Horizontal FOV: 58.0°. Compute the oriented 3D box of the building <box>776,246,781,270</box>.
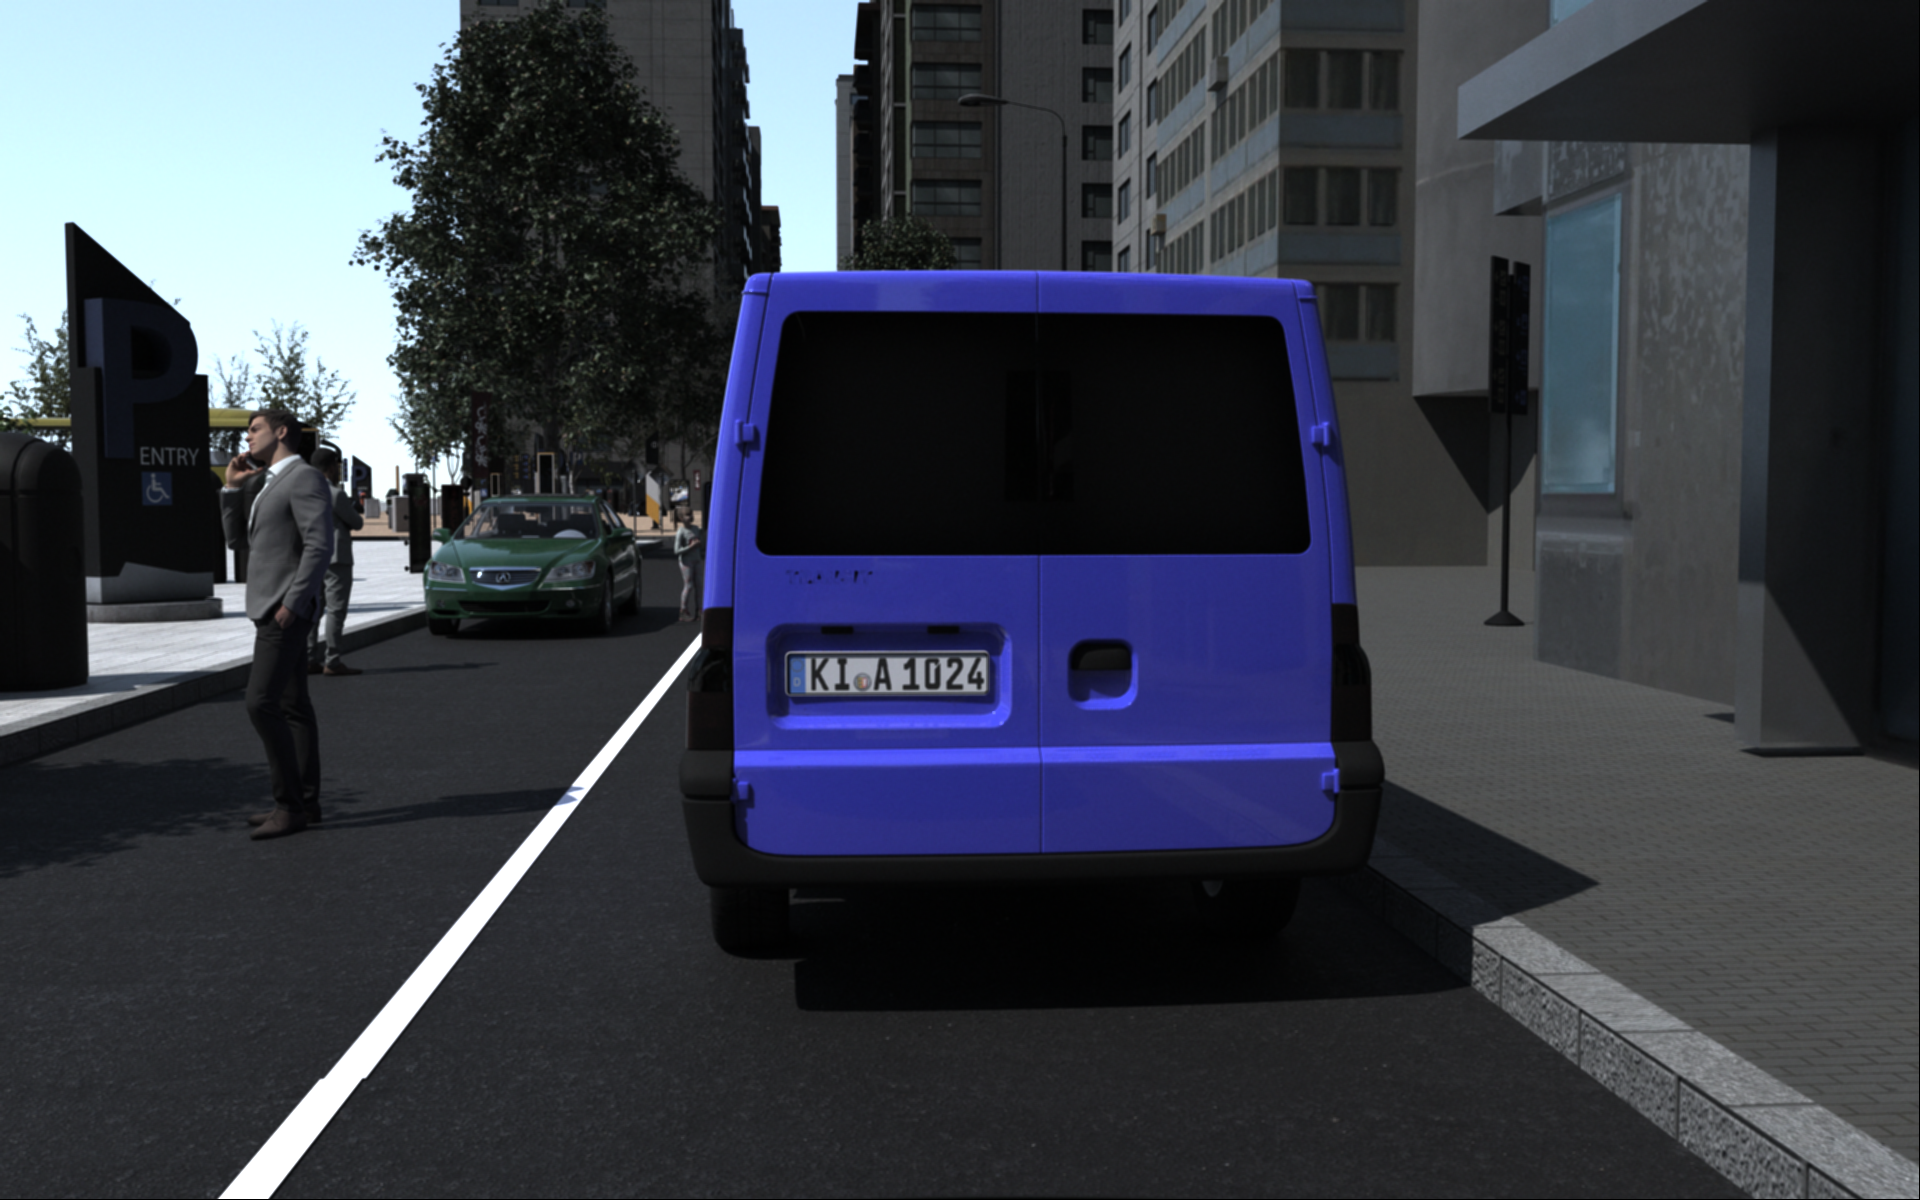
[{"bbox_3d":[-35.720,-36.258,276.408,14.154,41.232,14.086,0,4,-5],"label":"building"}]

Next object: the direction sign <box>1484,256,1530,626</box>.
[{"bbox_3d":[5.335,-1.522,16.875,0.379,3.537,0.876,3,5,40],"label":"direction sign"}]

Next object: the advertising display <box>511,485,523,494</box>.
[{"bbox_3d":[-30.828,-7.058,120.618,0.974,1.923,0.123,2,4,25],"label":"advertising display"}]

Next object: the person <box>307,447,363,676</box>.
[{"bbox_3d":[-4.979,-0.313,13.796,0.511,1.800,0.466,1,4,19],"label":"person"}]

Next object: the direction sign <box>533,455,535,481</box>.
[{"bbox_3d":[-25.071,-6.692,101.412,0.876,3.537,0.379,2,4,25],"label":"direction sign"}]

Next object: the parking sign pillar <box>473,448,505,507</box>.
[{"bbox_3d":[-21.224,-5.512,78.599,1.447,3.967,1.447,1,4,21],"label":"parking sign pillar"}]

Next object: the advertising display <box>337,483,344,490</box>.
[{"bbox_3d":[-37.693,-6.120,105.283,0.974,1.923,0.123,3,5,45],"label":"advertising display"}]

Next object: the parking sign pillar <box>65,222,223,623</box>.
[{"bbox_3d":[-8.394,-1.792,17.774,1.447,3.967,1.447,2,4,30],"label":"parking sign pillar"}]

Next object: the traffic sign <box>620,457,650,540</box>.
[{"bbox_3d":[-8.726,-2.620,46.486,0.795,2.450,0.064,0,4,-5],"label":"traffic sign"}]

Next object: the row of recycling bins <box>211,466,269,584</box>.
[{"bbox_3d":[-11.419,-1.076,24.705,3.534,1.692,1.069,-1,4,-21],"label":"row of recycling bins"}]

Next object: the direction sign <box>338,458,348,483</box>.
[{"bbox_3d":[-39.097,-7.199,109.705,0.876,3.537,0.379,2,4,26],"label":"direction sign"}]

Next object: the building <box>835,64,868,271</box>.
[{"bbox_3d":[-6.962,-43.018,245.338,21.231,58.520,28.212,0,4,-5],"label":"building"}]

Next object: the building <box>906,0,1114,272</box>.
[{"bbox_3d":[4.303,-19.065,83.418,14.160,30.474,14.107,0,4,-5],"label":"building"}]

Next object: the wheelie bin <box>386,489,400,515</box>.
[{"bbox_3d":[-34.644,-5.991,105.853,0.980,1.594,0.693,2,4,31],"label":"wheelie bin"}]

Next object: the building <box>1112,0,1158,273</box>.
[{"bbox_3d":[3.283,-41.202,111.904,20.563,71.187,20.611,0,4,-5],"label":"building"}]

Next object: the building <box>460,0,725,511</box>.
[{"bbox_3d":[-27.126,-42.756,137.312,20.563,71.187,20.611,0,4,-5],"label":"building"}]

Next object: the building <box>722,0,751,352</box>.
[{"bbox_3d":[-31.171,-33.258,163.378,23.786,49.044,30.456,0,4,-5],"label":"building"}]

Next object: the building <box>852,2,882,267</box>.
[{"bbox_3d":[1.582,-30.661,155.926,22.147,44.769,28.867,0,4,-5],"label":"building"}]

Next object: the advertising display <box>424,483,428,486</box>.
[{"bbox_3d":[-30.436,-5.642,97.464,0.974,1.923,0.123,-1,4,-15],"label":"advertising display"}]

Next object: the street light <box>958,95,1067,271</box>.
[{"bbox_3d":[0.681,-2.925,20.359,1.470,5.913,1.316,0,4,-5],"label":"street light"}]

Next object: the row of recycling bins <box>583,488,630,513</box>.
[{"bbox_3d":[-24.265,-6.841,118.958,3.534,1.692,1.069,1,4,17],"label":"row of recycling bins"}]

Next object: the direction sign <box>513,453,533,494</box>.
[{"bbox_3d":[-24.358,-6.366,96.086,0.876,3.537,0.379,0,4,-1],"label":"direction sign"}]

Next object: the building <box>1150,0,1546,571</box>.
[{"bbox_3d":[17.373,-21.030,35.728,32.217,40.220,23.993,0,4,-5],"label":"building"}]

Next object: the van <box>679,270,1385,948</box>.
[{"bbox_3d":[-0.027,-0.172,7.193,2.240,2.365,5.245,0,4,-5],"label":"van"}]

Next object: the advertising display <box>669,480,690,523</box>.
[{"bbox_3d":[-12.603,-4.442,77.837,0.974,1.923,0.123,1,4,19],"label":"advertising display"}]

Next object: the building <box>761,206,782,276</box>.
[{"bbox_3d":[-37.329,-36.700,254.662,22.147,44.769,28.867,0,4,-5],"label":"building"}]

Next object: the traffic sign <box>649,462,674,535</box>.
[{"bbox_3d":[-9.377,-3.107,54.445,0.795,2.450,0.064,0,4,-5],"label":"traffic sign"}]

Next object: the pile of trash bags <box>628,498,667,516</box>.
[{"bbox_3d":[-17.471,-5.545,100.412,3.447,1.369,1.912,-1,4,-19],"label":"pile of trash bags"}]

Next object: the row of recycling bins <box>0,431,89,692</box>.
[{"bbox_3d":[-7.005,-0.199,10.366,1.069,1.692,3.534,2,4,33],"label":"row of recycling bins"}]

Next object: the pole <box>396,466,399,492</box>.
[{"bbox_3d":[-40.130,-7.937,123.607,0.158,3.312,0.155,0,3,0],"label":"pole"}]

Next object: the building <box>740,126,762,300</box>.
[{"bbox_3d":[-28.565,-30.761,186.530,14.154,41.232,14.086,0,4,-5],"label":"building"}]

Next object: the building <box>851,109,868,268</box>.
[{"bbox_3d":[-5.405,-33.520,198.158,14.600,45.320,14.200,0,4,-5],"label":"building"}]

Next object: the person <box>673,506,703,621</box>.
[{"bbox_3d":[-3.023,-0.416,19.588,0.394,1.301,0.425,1,4,20],"label":"person"}]

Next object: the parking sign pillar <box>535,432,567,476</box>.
[{"bbox_3d":[-17.648,-5.284,74.859,1.447,3.967,1.447,-1,4,-16],"label":"parking sign pillar"}]

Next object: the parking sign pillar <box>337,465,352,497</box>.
[{"bbox_3d":[-38.611,-7.231,106.692,1.447,3.967,1.447,0,4,-6],"label":"parking sign pillar"}]

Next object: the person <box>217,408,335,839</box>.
[{"bbox_3d":[-2.921,0.077,7.415,0.473,1.802,0.592,-1,4,-19],"label":"person"}]

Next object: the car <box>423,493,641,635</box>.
[{"bbox_3d":[-4.629,-0.455,19.229,2.131,1.459,4.920,0,4,-4],"label":"car"}]

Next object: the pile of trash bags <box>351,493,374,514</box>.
[{"bbox_3d":[-39.168,-6.356,113.669,1.912,1.369,3.447,-1,4,-20],"label":"pile of trash bags"}]

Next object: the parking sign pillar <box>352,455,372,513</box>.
[{"bbox_3d":[-41.045,-7.969,118.764,1.447,3.967,1.447,0,4,4],"label":"parking sign pillar"}]
